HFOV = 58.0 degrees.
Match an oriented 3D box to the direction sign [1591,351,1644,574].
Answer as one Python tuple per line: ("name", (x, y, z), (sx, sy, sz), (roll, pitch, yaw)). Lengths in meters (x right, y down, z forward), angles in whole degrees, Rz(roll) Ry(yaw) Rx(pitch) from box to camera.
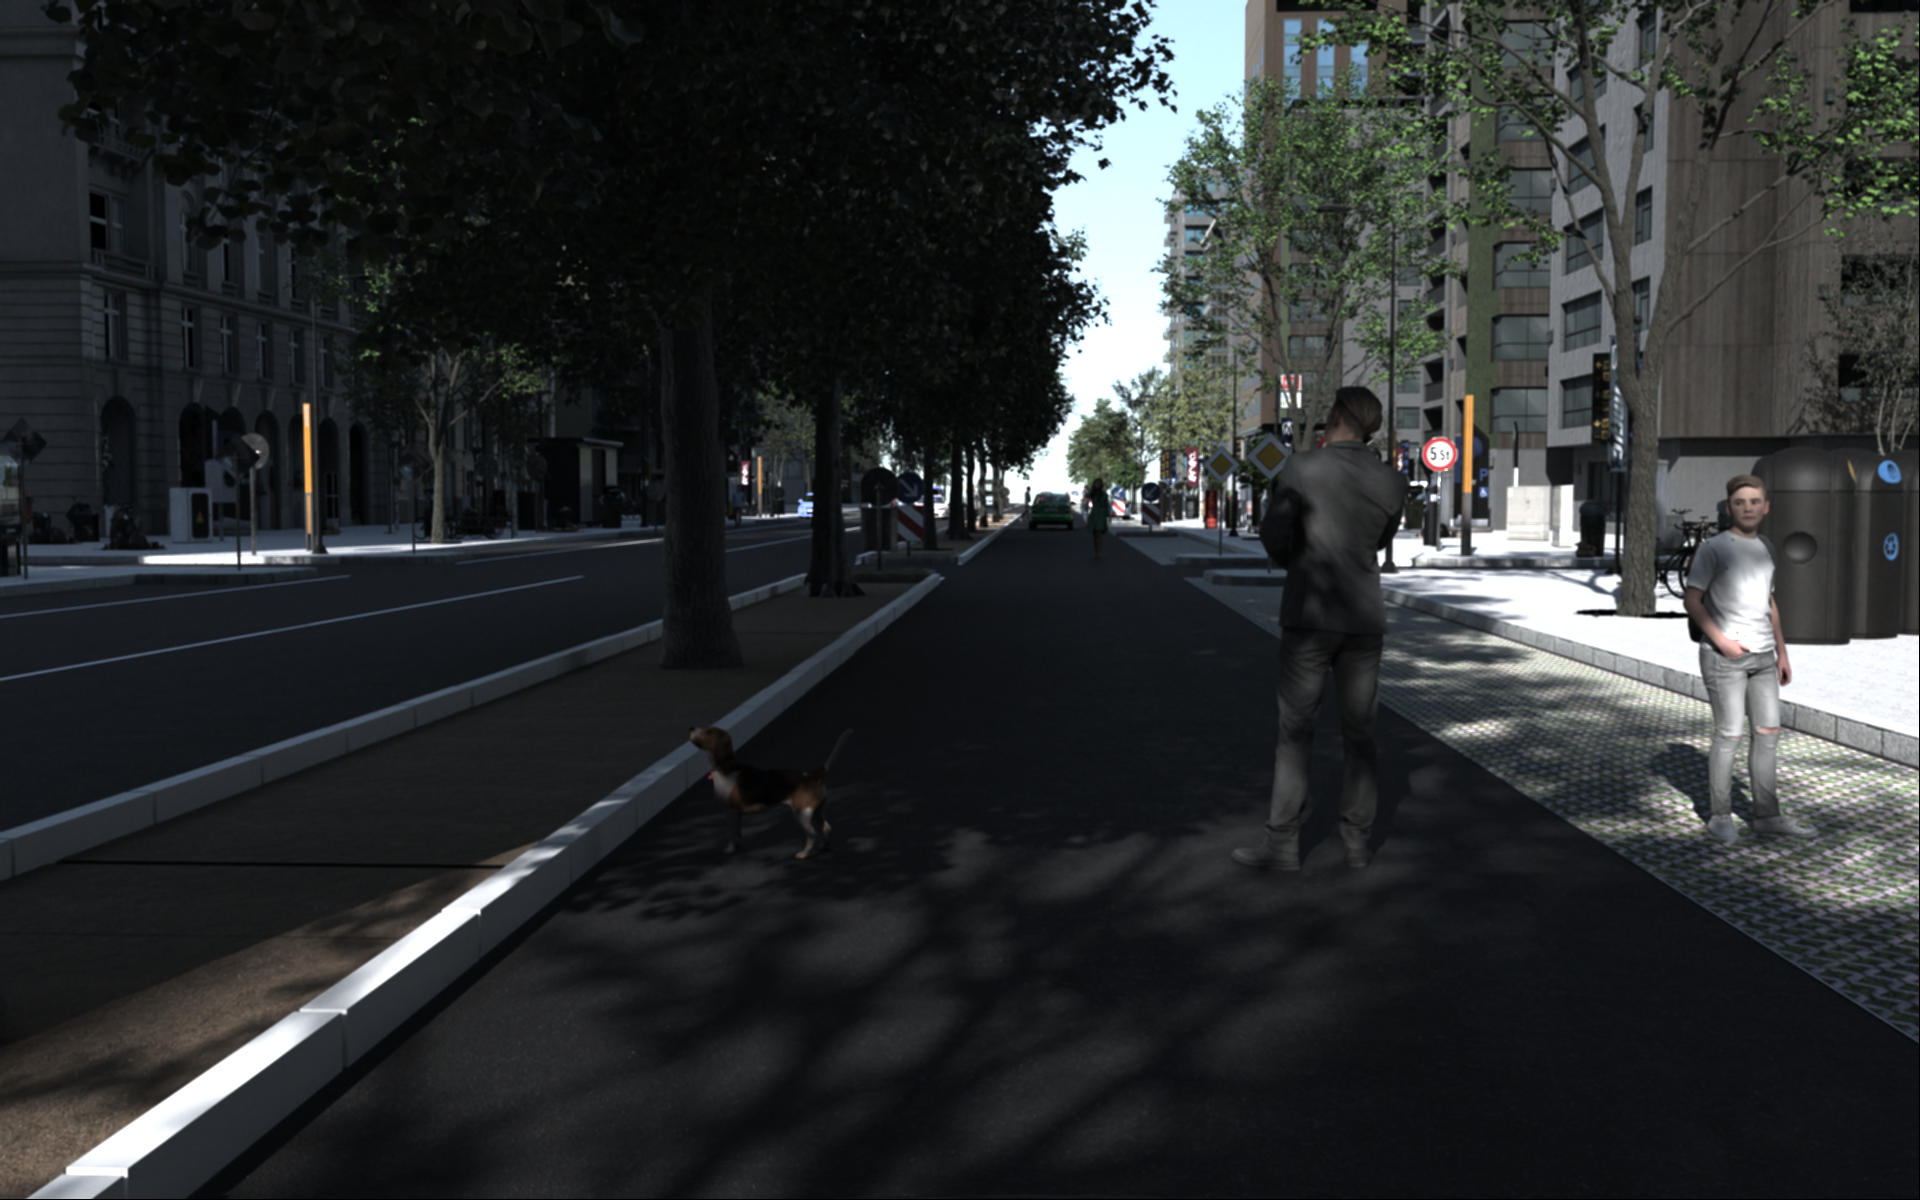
("direction sign", (10.557, -2.185, 27.727), (0.876, 3.537, 0.379), (2, 4, 32))

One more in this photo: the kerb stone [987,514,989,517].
("kerb stone", (1.740, -5.358, 109.878), (0.120, 0.150, 1.000), (0, 4, 3))

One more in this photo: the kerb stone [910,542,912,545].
("kerb stone", (-1.470, -1.541, 47.417), (0.120, 0.150, 1.000), (0, 4, 3))

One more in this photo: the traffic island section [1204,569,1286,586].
("traffic island section", (5.035, -0.356, 28.104), (2.009, 0.180, 2.903), (0, 4, 3))

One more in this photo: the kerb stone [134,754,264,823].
("kerb stone", (-3.504, 0.870, 7.977), (0.120, 0.150, 1.000), (0, 4, 3))

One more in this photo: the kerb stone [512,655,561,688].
("kerb stone", (-3.240, 0.556, 13.104), (0.120, 0.150, 1.000), (0, 4, 3))

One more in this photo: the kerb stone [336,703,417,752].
("kerb stone", (-3.404, 0.747, 10.039), (0.120, 0.150, 1.000), (0, 4, 3))

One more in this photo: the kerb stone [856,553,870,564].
("kerb stone", (-2.055, -0.855, 36.182), (0.120, 0.150, 1.000), (0, 4, 3))

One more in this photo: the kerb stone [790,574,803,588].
("kerb stone", (-2.560, -0.259, 26.429), (0.120, 0.150, 1.000), (0, 4, 3))

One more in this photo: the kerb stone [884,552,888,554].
("kerb stone", (-1.839, -1.103, 40.267), (0.120, 0.150, 1.000), (0, 4, 3))

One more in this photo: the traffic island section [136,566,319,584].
("traffic island section", (-12.084, -0.410, 28.987), (2.009, 0.180, 2.903), (0, 4, 3))

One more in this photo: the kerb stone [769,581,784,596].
("kerb stone", (-2.654, -0.134, 24.383), (0.120, 0.150, 1.000), (0, 4, 3))

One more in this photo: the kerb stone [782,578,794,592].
("kerb stone", (-2.605, -0.192, 25.406), (0.120, 0.150, 1.000), (0, 4, 3))

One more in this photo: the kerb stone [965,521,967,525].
("kerb stone", (0.427, -3.798, 84.289), (0.120, 0.150, 1.000), (0, 4, 3))

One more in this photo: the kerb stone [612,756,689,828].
("kerb stone", (-1.413, 0.875, 7.892), (0.120, 0.150, 1.000), (0, 4, 3))

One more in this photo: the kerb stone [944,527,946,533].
("kerb stone", (-0.687, -2.477, 62.780), (0.120, 0.150, 1.000), (0, 4, 3))

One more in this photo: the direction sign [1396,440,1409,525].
("direction sign", (18.381, -4.929, 72.590), (0.876, 3.537, 0.379), (-1, 4, -10))

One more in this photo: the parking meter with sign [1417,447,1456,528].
("parking meter with sign", (18.045, -4.201, 64.949), (1.738, 3.016, 0.543), (0, 4, 5))

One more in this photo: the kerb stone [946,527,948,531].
("kerb stone", (-0.631, -2.542, 63.800), (0.120, 0.150, 1.000), (0, 4, 3))

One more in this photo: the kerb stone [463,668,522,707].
("kerb stone", (-3.287, 0.620, 12.081), (0.120, 0.150, 1.000), (0, 4, 3))

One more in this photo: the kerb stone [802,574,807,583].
("kerb stone", (-2.498, -0.319, 27.449), (0.120, 0.150, 1.000), (0, 4, 3))

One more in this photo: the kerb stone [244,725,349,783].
("kerb stone", (-3.454, 0.807, 9.006), (0.120, 0.150, 1.000), (0, 4, 3))

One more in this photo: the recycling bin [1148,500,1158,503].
("recycling bin", (11.464, -5.441, 101.516), (0.722, 1.027, 0.722), (1, 4, 21))

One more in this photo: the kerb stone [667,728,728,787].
("kerb stone", (-1.358, 0.815, 8.913), (0.120, 0.150, 1.000), (0, 4, 3))

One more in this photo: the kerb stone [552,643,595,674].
("kerb stone", (-3.189, 0.493, 14.134), (0.120, 0.150, 1.000), (0, 4, 3))

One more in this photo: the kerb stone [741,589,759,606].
("kerb stone", (-2.771, -0.006, 22.336), (0.120, 0.150, 1.000), (0, 4, 3))

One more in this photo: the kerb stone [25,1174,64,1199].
("kerb stone", (-1.662, 1.190, 2.774), (0.120, 0.150, 1.000), (0, 4, 3))

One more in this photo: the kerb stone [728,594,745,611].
("kerb stone", (-2.831, 0.057, 21.309), (0.120, 0.150, 1.000), (0, 4, 3))

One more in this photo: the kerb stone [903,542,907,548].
("kerb stone", (-1.521, -1.480, 46.396), (0.120, 0.150, 1.000), (0, 4, 3))

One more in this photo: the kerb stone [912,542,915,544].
("kerb stone", (-1.423, -1.593, 48.438), (0.120, 0.150, 1.000), (0, 4, 3))

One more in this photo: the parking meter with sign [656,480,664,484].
("parking meter with sign", (-16.058, -5.955, 93.626), (1.738, 3.016, 0.543), (3, 4, 36))

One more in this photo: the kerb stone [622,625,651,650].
("kerb stone", (-3.089, 0.375, 16.181), (0.120, 0.150, 1.000), (0, 4, 3))

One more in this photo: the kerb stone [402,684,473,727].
("kerb stone", (-3.350, 0.681, 11.061), (0.120, 0.150, 1.000), (0, 4, 3))

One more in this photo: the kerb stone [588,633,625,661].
("kerb stone", (-3.141, 0.431, 15.155), (0.120, 0.150, 1.000), (0, 4, 3))

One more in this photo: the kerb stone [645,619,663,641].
("kerb stone", (-3.029, 0.305, 17.202), (0.120, 0.150, 1.000), (0, 4, 3))

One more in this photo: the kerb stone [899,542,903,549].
("kerb stone", (-1.633, -1.355, 44.353), (0.120, 0.150, 1.000), (0, 4, 3))

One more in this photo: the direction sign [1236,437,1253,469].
("direction sign", (11.299, -4.665, 68.264), (0.876, 3.537, 0.379), (1, 4, 12))

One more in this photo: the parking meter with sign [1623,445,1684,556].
("parking meter with sign", (14.304, -2.422, 35.854), (1.738, 3.016, 0.543), (-2, 4, -33))

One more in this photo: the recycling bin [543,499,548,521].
("recycling bin", (-19.498, -4.284, 82.589), (0.722, 1.027, 0.722), (3, 4, 37))

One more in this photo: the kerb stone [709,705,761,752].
("kerb stone", (-1.299, 0.750, 9.934), (0.120, 0.150, 1.000), (0, 4, 3))

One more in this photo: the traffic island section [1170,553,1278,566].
("traffic island section", (5.445, -0.844, 36.078), (2.009, 0.180, 2.903), (0, 4, 3))

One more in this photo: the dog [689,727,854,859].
("dog", (-0.754, 0.758, 6.890), (0.540, 0.507, 0.406), (-2, 4, -33))

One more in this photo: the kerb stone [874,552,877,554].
("kerb stone", (-1.951, -0.980, 38.225), (0.120, 0.150, 1.000), (0, 4, 3))

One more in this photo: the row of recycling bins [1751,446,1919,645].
("row of recycling bins", (8.398, -0.532, 15.814), (3.534, 1.692, 1.069), (-2, 4, -33))

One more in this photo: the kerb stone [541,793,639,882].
("kerb stone", (-1.462, 0.938, 6.867), (0.120, 0.150, 1.000), (0, 4, 3))

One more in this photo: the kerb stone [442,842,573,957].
("kerb stone", (-1.513, 1.000, 5.846), (0.120, 0.150, 1.000), (0, 4, 3))

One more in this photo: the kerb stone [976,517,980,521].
("kerb stone", (1.113, -4.607, 97.595), (0.120, 0.150, 1.000), (0, 4, 3))

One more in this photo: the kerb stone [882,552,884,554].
("kerb stone", (-1.891, -1.040, 39.246), (0.120, 0.150, 1.000), (0, 4, 3))

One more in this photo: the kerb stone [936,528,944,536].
("kerb stone", (-0.737, -2.420, 61.758), (0.120, 0.150, 1.000), (0, 4, 3))

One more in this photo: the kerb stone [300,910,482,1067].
("kerb stone", (-1.564, 1.065, 4.825), (0.120, 0.150, 1.000), (0, 4, 3))

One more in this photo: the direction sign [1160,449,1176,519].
("direction sign", (10.677, -5.871, 87.981), (0.379, 3.537, 0.876), (-2, 4, -33))

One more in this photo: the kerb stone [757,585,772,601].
("kerb stone", (-2.708, -0.070, 23.356), (0.120, 0.150, 1.000), (0, 4, 3))

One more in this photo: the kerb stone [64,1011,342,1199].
("kerb stone", (-1.620, 1.127, 3.804), (0.120, 0.150, 1.000), (0, 4, 3))

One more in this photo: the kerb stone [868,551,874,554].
("kerb stone", (-2.002, -0.918, 37.205), (0.120, 0.150, 1.000), (0, 4, 3))

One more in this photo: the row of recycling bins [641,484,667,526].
("row of recycling bins", (-12.556, -3.964, 71.925), (1.069, 1.692, 3.534), (-1, 4, -18))

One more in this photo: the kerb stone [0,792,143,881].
("kerb stone", (-3.557, 0.932, 6.956), (0.120, 0.150, 1.000), (0, 4, 3))

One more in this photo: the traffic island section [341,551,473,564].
("traffic island section", (-11.673, -0.898, 36.961), (2.009, 0.180, 2.903), (0, 4, 3))
